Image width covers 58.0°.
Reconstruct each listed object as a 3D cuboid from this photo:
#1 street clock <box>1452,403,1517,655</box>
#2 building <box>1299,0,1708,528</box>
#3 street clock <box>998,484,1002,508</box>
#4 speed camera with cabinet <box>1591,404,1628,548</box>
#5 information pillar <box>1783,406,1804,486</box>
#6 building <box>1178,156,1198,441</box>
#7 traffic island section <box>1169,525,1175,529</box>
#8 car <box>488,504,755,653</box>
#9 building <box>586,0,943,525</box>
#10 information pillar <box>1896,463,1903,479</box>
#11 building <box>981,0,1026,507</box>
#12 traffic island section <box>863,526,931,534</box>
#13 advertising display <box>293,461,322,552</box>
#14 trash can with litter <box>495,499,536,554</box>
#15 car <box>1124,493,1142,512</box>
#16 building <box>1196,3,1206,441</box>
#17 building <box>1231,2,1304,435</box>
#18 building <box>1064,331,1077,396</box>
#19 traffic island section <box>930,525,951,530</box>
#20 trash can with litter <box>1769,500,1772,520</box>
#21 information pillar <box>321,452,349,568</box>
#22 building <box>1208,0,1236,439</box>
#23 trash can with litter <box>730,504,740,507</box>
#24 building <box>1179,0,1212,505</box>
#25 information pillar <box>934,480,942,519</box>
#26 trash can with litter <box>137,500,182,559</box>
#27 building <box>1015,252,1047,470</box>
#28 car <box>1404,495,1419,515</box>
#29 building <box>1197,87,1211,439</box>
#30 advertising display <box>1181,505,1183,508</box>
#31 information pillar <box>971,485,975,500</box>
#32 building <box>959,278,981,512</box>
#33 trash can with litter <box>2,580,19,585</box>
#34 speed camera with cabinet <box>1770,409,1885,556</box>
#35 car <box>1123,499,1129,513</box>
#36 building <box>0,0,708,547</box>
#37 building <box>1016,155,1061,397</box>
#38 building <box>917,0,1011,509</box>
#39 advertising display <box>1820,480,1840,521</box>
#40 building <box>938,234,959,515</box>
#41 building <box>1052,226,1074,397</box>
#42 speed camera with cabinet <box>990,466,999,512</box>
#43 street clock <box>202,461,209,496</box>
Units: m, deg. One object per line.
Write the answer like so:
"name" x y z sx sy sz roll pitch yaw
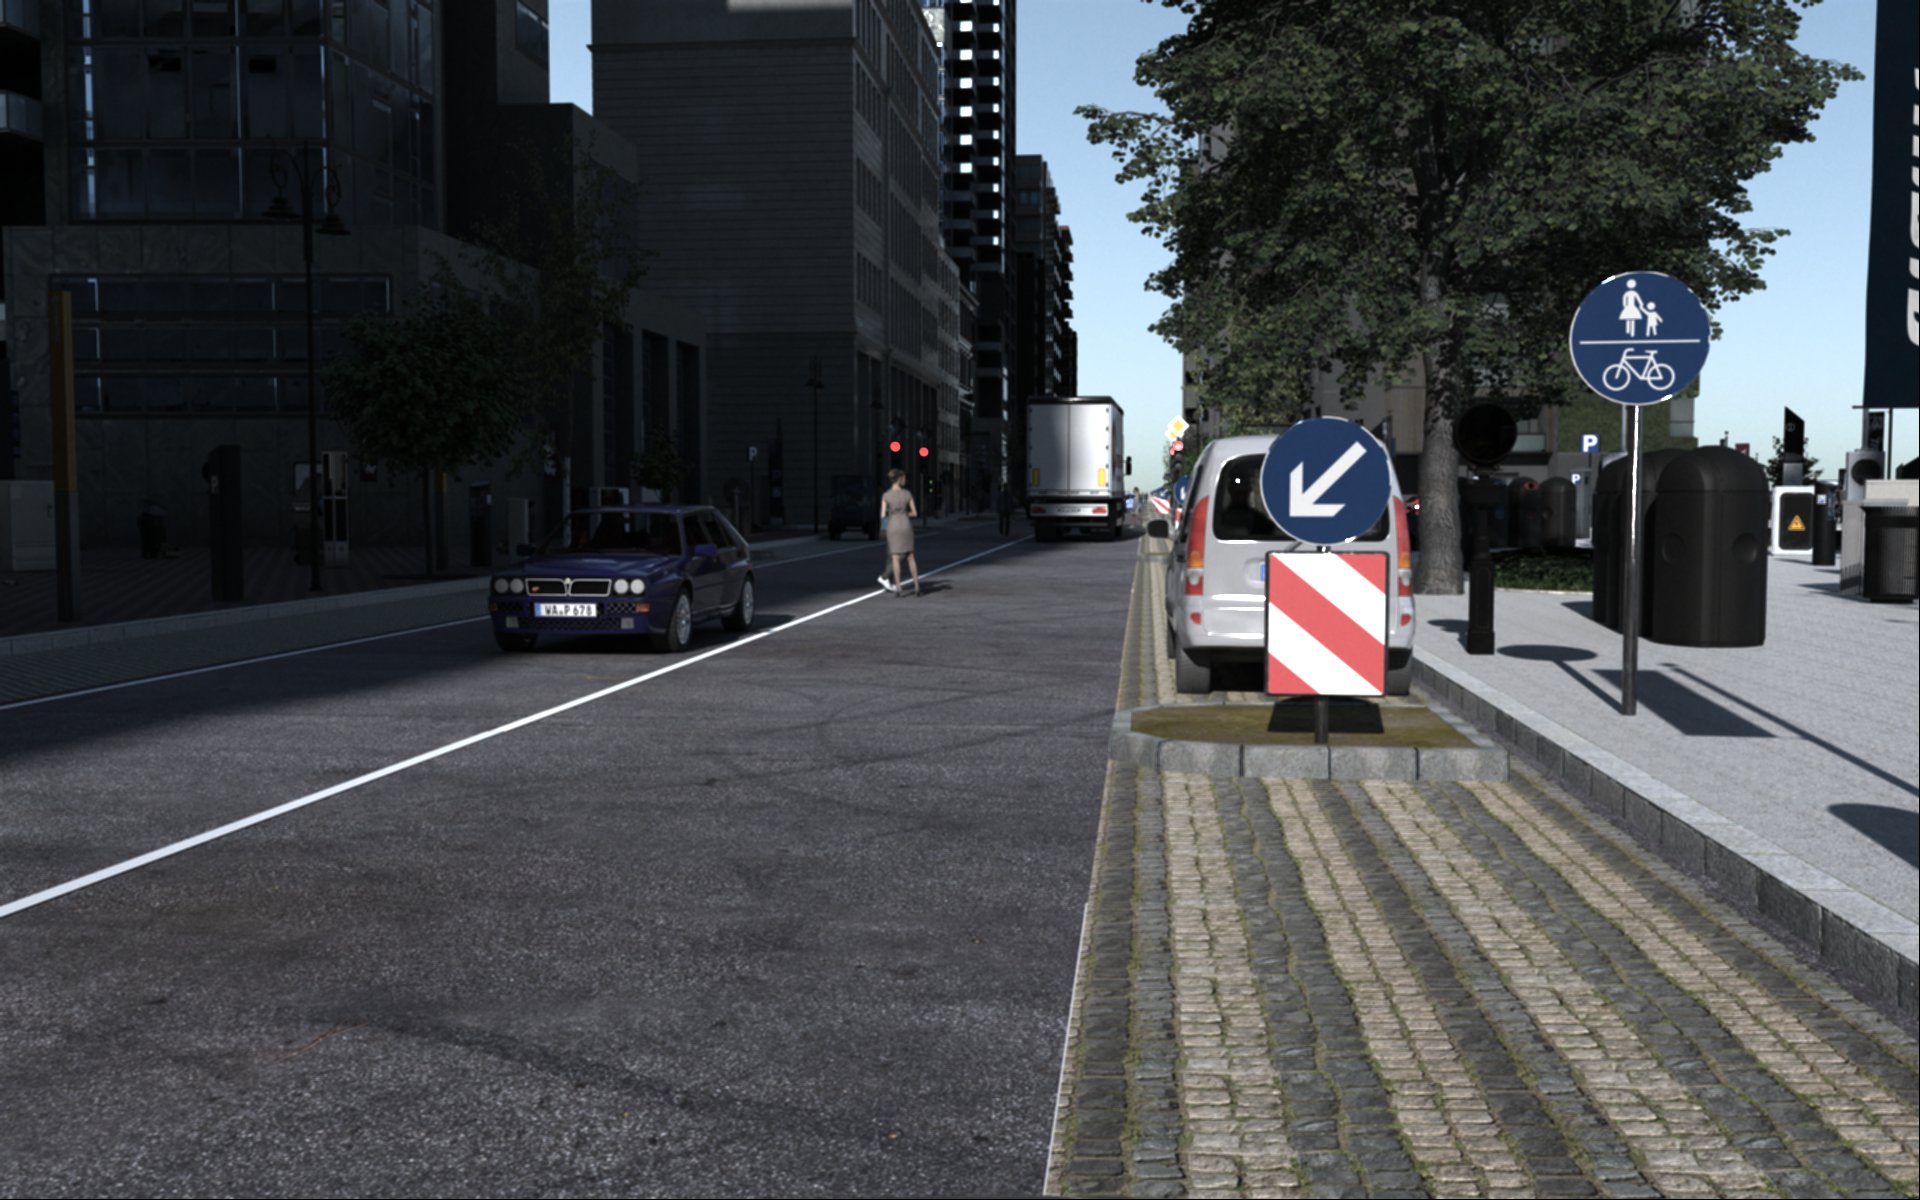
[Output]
"street clock" 4.183 -0.568 13.857 0.471 2.002 0.358 0 4 8
"building" 21.974 -23.781 72.421 14.086 41.232 14.154 0 4 6
"street clock" 3.005 -8.316 140.535 0.358 2.002 0.471 -3 4 -36
"speed camera with cabinet" 14.202 -2.660 37.819 0.660 3.252 2.038 1 4 16
"information pillar" 22.182 -3.352 46.161 0.504 3.616 0.183 1 4 18
"building" 47.588 -41.174 262.431 28.713 52.752 27.495 0 4 6
"traffic island section" 8.584 -2.877 69.318 2.009 0.180 2.903 0 4 6
"car" -3.200 -0.265 16.914 1.945 1.354 3.894 0 4 6
"building" -8.133 -18.861 85.865 11.434 29.767 29.804 0 4 6
"information pillar" 70.988 -8.537 130.931 0.504 3.616 0.183 0 4 -2
"building" -2.319 -45.757 186.382 20.563 71.187 20.611 0 4 6
"traffic island section" -2.304 -2.457 62.460 2.009 0.180 2.903 0 4 6
"advertising display" -12.659 -1.777 34.262 0.974 1.923 0.123 -1 4 -10
"trash can with litter" -9.547 -1.568 37.024 1.055 1.170 0.624 3 4 38
"car" 13.669 -7.938 139.377 1.945 1.707 3.694 0 4 5
"building" 41.050 -48.924 238.164 20.563 71.187 20.611 0 4 6
"building" 22.707 -20.063 99.732 14.160 30.474 14.107 0 4 6
"building" 12.750 -32.104 296.593 14.160 30.474 14.107 0 4 6
"traffic island section" -1.449 -2.943 70.399 2.009 0.180 2.903 0 4 6
"trash can with litter" 39.938 -4.518 85.249 1.055 1.170 0.624 2 4 25
"information pillar" -10.870 -1.569 30.147 0.304 2.012 0.304 2 4 34
"building" 29.068 -35.808 127.467 21.231 58.520 28.212 0 4 6
"trash can with litter" -7.850 -2.878 58.115 1.678 1.210 2.233 2 4 27
"building" 36.907 -54.269 199.964 22.319 86.520 31.000 0 4 6
"information pillar" -1.125 -5.193 89.392 0.304 2.012 0.304 -3 5 -41
"trash can with litter" -15.917 -1.416 34.543 1.055 1.170 0.624 2 4 34
"building" 2.854 -26.507 205.091 14.160 30.474 14.107 0 4 6
"car" 18.733 -3.417 64.907 4.494 1.783 2.155 0 4 6
"building" 34.908 -33.692 170.475 23.786 49.044 30.456 0 4 6
"advertising display" 17.891 -8.221 139.632 0.123 1.923 0.974 0 4 -2
"information pillar" 1.051 -8.540 144.126 0.304 2.012 0.304 0 4 -3
"building" -4.645 -16.072 127.410 10.561 19.102 19.286 0 4 6
"trash can with litter" -13.776 -0.776 23.748 1.678 1.210 2.233 1 4 19
"speed camera with cabinet" 17.908 -2.533 35.755 2.038 3.252 0.660 1 4 22
"car" 11.989 -7.488 134.221 2.131 1.459 4.920 0 4 7
"building" -25.774 -45.152 50.908 31.000 86.520 22.319 0 4 6
"building" 2.749 -38.292 245.689 23.786 49.044 30.456 0 4 6
"building" -5.946 -51.849 160.397 22.319 86.520 31.000 0 4 6
"advertising display" 40.628 -4.639 81.062 0.974 1.923 0.123 3 5 45
"building" -6.112 -15.572 109.359 10.420 20.320 16.860 0 4 6
"building" 6.585 -37.955 275.184 22.147 44.769 28.867 0 4 6
"speed camera with cabinet" 2.445 -7.922 123.867 0.660 3.252 2.038 0 4 2
"street clock" -15.990 -1.996 37.203 0.471 2.002 0.358 0 4 1
